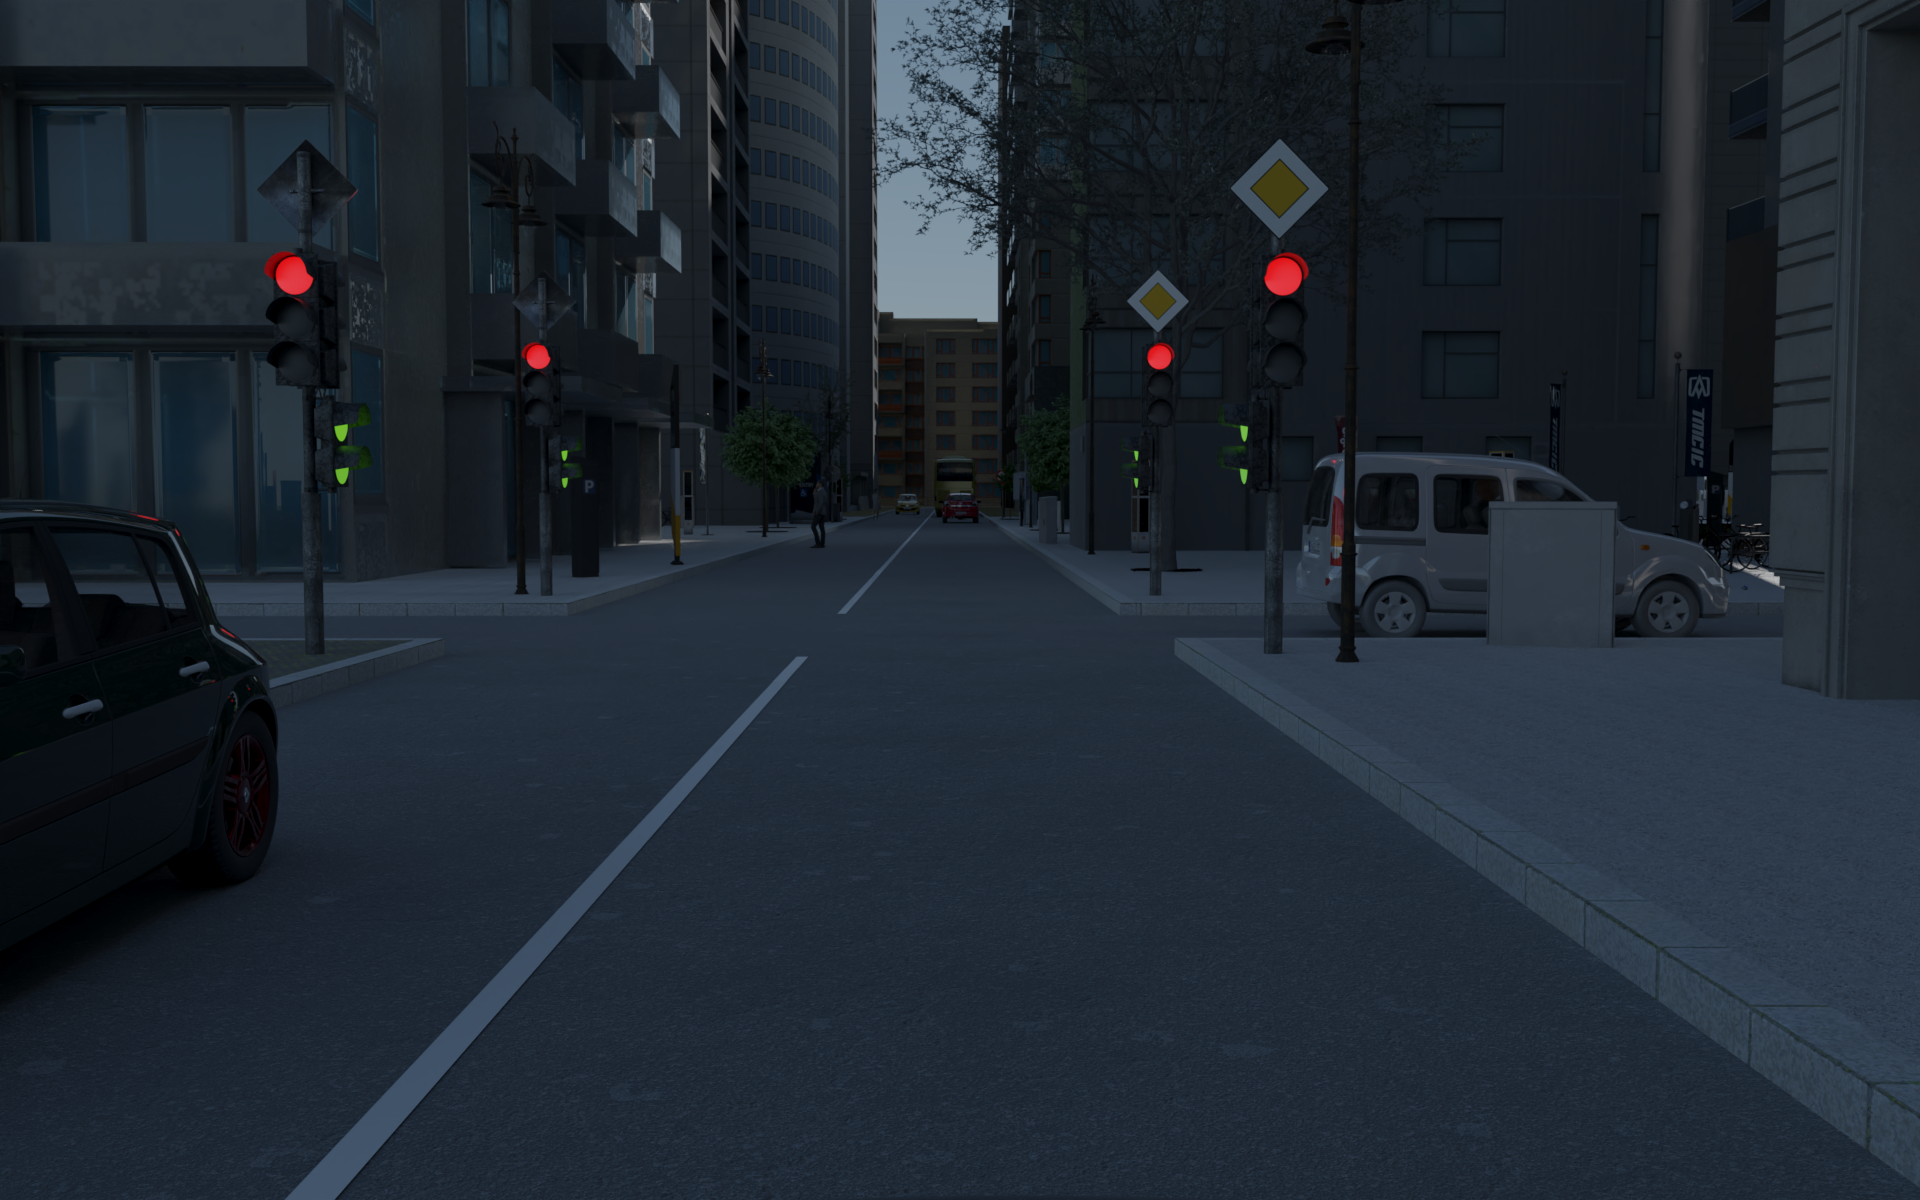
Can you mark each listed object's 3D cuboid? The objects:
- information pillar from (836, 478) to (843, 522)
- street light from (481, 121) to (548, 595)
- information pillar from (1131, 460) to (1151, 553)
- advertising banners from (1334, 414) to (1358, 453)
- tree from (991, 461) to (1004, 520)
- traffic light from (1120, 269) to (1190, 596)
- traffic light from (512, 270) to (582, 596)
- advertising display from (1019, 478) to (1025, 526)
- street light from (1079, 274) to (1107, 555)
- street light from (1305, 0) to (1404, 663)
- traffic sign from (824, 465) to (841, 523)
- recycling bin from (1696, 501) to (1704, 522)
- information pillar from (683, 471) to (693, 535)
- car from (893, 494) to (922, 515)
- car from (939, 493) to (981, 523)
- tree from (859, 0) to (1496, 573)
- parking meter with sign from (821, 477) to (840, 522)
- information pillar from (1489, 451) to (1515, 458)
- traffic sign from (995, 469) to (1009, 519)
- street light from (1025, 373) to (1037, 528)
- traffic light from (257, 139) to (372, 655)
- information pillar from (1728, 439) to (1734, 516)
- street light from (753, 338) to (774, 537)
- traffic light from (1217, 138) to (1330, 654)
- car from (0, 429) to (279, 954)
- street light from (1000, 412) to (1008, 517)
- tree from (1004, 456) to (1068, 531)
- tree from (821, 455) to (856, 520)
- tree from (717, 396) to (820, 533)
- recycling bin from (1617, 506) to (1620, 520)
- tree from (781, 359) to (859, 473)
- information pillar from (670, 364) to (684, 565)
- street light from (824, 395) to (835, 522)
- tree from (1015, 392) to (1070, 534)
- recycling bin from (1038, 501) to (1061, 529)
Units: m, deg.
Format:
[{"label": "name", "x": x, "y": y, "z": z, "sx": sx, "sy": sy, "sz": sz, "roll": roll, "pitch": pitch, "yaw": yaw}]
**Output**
[{"label": "information pillar", "x": -5.591, "y": -4.633, "z": 80.248, "sx": 0.304, "sy": 2.012, "sz": 0.304, "roll": 0, "pitch": 4, "yaw": -1}, {"label": "street light", "x": -5.614, "y": -3.010, "z": 22.001, "sx": 0.468, "sy": 5.910, "sz": 1.993, "roll": 0, "pitch": 4, "yaw": 0}, {"label": "information pillar", "x": 3.917, "y": -2.022, "z": 37.546, "sx": 0.304, "sy": 2.012, "sz": 0.304, "roll": -1, "pitch": 4, "yaw": -23}, {"label": "advertising banners", "x": 9.219, "y": -2.552, "z": 37.907, "sx": 2.074, "sy": 3.025, "sz": 0.090, "roll": 1, "pitch": 4, "yaw": 19}, {"label": "tree", "x": 2.379, "y": -5.633, "z": 86.707, "sx": 1.663, "sy": 3.219, "sz": 1.824, "roll": 0, "pitch": 3, "yaw": 0}, {"label": "traffic light", "x": 2.457, "y": -2.012, "z": 21.820, "sx": 0.839, "sy": 4.253, "sz": 0.868, "roll": 0, "pitch": 4, "yaw": 0}, {"label": "traffic light", "x": -5.204, "y": -2.009, "z": 21.760, "sx": 0.839, "sy": 4.253, "sz": 0.868, "roll": 0, "pitch": 4, "yaw": 0}, {"label": "advertising display", "x": 2.463, "y": -3.896, "z": 68.907, "sx": 0.123, "sy": 1.923, "sz": 0.974, "roll": 0, "pitch": 4, "yaw": 7}, {"label": "street light", "x": 2.789, "y": -3.900, "z": 36.557, "sx": 0.468, "sy": 5.910, "sz": 1.993, "roll": 0, "pitch": 4, "yaw": 0}, {"label": "street light", "x": 2.966, "y": -2.465, "z": 13.088, "sx": 0.468, "sy": 5.910, "sz": 1.993, "roll": 0, "pitch": 4, "yaw": 0}, {"label": "traffic sign", "x": -5.639, "y": -4.662, "z": 76.335, "sx": 0.768, "sy": 2.556, "sz": 0.104, "roll": 0, "pitch": 4, "yaw": 6}, {"label": "recycling bin", "x": 27.158, "y": -3.177, "z": 64.500, "sx": 0.722, "sy": 1.027, "sz": 0.722, "roll": -2, "pitch": 4, "yaw": -28}, {"label": "information pillar", "x": -8.620, "y": -3.083, "z": 54.905, "sx": 0.304, "sy": 2.012, "sz": 0.304, "roll": -1, "pitch": 4, "yaw": -9}, {"label": "car", "x": -3.675, "y": -6.829, "z": 121.872, "sx": 2.015, "sy": 1.641, "sz": 3.980, "roll": 0, "pitch": 4, "yaw": -1}, {"label": "car", "x": 0.007, "y": -4.750, "z": 86.705, "sx": 2.155, "sy": 1.783, "sz": 4.494, "roll": 0, "pitch": 4, "yaw": -1}, {"label": "tree", "x": 3.498, "y": -7.209, "z": 28.243, "sx": 12.009, "sy": 13.543, "sz": 11.850, "roll": 0, "pitch": 3, "yaw": 0}, {"label": "parking meter with sign", "x": -6.339, "y": -5.064, "z": 79.051, "sx": 1.738, "sy": 3.016, "sz": 0.543, "roll": 1, "pitch": 4, "yaw": 15}, {"label": "information pillar", "x": 9.291, "y": -1.545, "z": 29.752, "sx": 0.304, "sy": 2.012, "sz": 0.304, "roll": -2, "pitch": 4, "yaw": -35}, {"label": "traffic sign", "x": 2.197, "y": -5.438, "z": 89.019, "sx": 0.768, "sy": 2.556, "sz": 0.104, "roll": 0, "pitch": 4, "yaw": 3}, {"label": "street light", "x": 2.707, "y": -5.700, "z": 65.982, "sx": 0.468, "sy": 5.910, "sz": 1.993, "roll": 0, "pitch": 4, "yaw": 0}, {"label": "traffic light", "x": -5.158, "y": -1.520, "z": 13.775, "sx": 0.839, "sy": 4.253, "sz": 0.868, "roll": 0, "pitch": 4, "yaw": 0}, {"label": "information pillar", "x": 29.590, "y": -4.577, "z": 66.195, "sx": 0.183, "sy": 3.616, "sz": 0.504, "roll": -1, "pitch": 4, "yaw": -20}, {"label": "street light", "x": -5.826, "y": -4.810, "z": 51.426, "sx": 0.468, "sy": 5.910, "sz": 1.993, "roll": 0, "pitch": 4, "yaw": 0}, {"label": "traffic light", "x": 2.503, "y": -1.524, "z": 13.835, "sx": 0.839, "sy": 4.253, "sz": 0.868, "roll": 0, "pitch": 4, "yaw": 0}, {"label": "car", "x": -3.435, "y": 0.293, "z": 5.000, "sx": 2.009, "sy": 1.686, "sz": 4.222, "roll": 0, "pitch": 4, "yaw": -1}, {"label": "street light", "x": 2.435, "y": -7.534, "z": 95.975, "sx": 0.468, "sy": 5.910, "sz": 1.993, "roll": 0, "pitch": 4, "yaw": 0}, {"label": "tree", "x": 2.851, "y": -4.036, "z": 60.590, "sx": 1.663, "sy": 3.219, "sz": 1.824, "roll": 0, "pitch": 3, "yaw": 0}, {"label": "tree", "x": -6.247, "y": -5.636, "z": 86.745, "sx": 1.663, "sy": 3.219, "sz": 1.824, "roll": 0, "pitch": 3, "yaw": 0}, {"label": "tree", "x": -6.485, "y": -4.559, "z": 58.254, "sx": 4.285, "sy": 4.588, "sz": 4.351, "roll": 0, "pitch": 3, "yaw": 0}, {"label": "recycling bin", "x": 34.224, "y": -4.694, "z": 89.305, "sx": 0.722, "sy": 1.027, "sz": 0.722, "roll": 1, "pitch": 4, "yaw": 12}, {"label": "tree", "x": -7.373, "y": -8.796, "z": 94.177, "sx": 4.360, "sy": 8.622, "sz": 3.978, "roll": 0, "pitch": 3, "yaw": 0}, {"label": "information pillar", "x": -5.165, "y": -2.451, "z": 31.429, "sx": 0.183, "sy": 3.616, "sz": 0.504, "roll": -1, "pitch": 4, "yaw": -19}, {"label": "street light", "x": -6.077, "y": -6.609, "z": 80.850, "sx": 0.468, "sy": 5.910, "sz": 1.993, "roll": 0, "pitch": 4, "yaw": 0}, {"label": "tree", "x": 3.400, "y": -4.435, "z": 56.233, "sx": 4.285, "sy": 4.588, "sz": 4.351, "roll": 0, "pitch": 3, "yaw": 0}, {"label": "recycling bin", "x": 3.251, "y": -3.082, "z": 62.938, "sx": 0.722, "sy": 1.027, "sz": 0.722, "roll": 1, "pitch": 4, "yaw": 11}]
